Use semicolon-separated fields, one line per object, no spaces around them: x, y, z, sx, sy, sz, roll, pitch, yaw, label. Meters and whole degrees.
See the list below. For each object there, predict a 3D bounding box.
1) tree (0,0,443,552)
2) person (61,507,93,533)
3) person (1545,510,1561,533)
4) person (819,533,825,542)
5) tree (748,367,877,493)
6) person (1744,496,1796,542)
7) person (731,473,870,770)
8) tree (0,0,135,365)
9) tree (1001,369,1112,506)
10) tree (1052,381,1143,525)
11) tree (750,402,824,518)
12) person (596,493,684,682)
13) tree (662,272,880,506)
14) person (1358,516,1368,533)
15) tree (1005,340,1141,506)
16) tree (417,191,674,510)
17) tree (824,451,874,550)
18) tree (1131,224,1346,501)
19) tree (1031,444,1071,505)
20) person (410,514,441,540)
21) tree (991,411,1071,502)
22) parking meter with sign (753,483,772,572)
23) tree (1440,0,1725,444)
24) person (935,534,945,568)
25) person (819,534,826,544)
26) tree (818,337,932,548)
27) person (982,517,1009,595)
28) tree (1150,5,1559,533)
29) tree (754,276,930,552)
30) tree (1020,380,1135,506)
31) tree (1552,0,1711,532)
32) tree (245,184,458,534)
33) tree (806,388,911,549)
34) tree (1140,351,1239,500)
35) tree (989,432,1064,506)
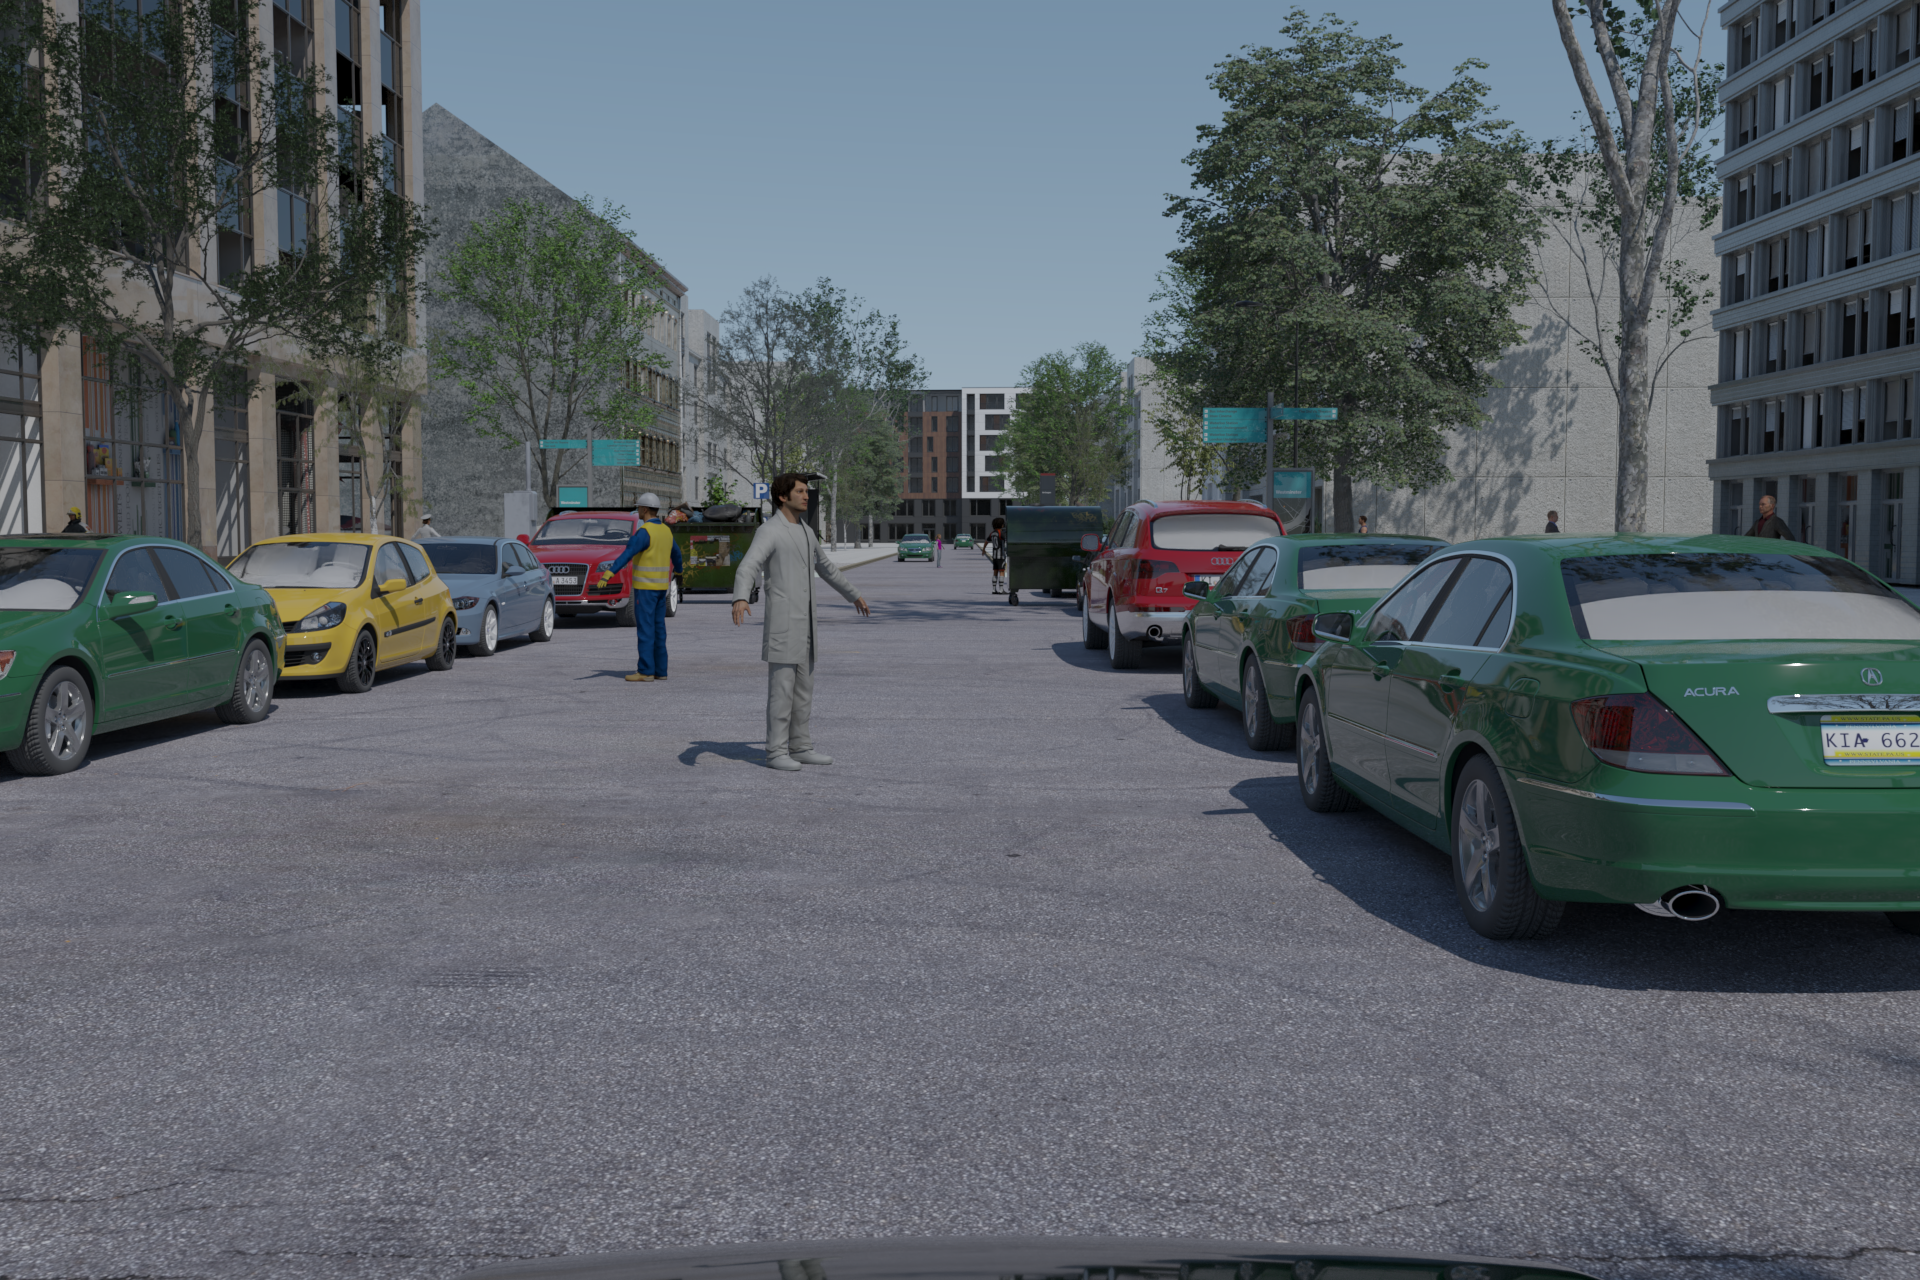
-11.925;-5.680;27.284;8.767;10.594;7.601;1;4;11;tree
-18.728;-1.889;36.650;1.351;1.858;0.704;1;4;16;person
11.966;-1.728;34.851;0.434;1.755;0.990;1;4;16;person
-7.257;-4.961;87.340;0.704;1.802;1.346;2;4;29;person
-8.830;-10.891;103.828;9.928;11.665;9.643;0;3;0;tree
11.051;-1.077;23.795;0.705;1.807;1.348;-1;4;-18;person
-1.015;-0.123;10.649;0.705;1.806;1.347;2;4;31;person
-12.304;-5.087;17.580;7.601;10.594;8.767;-2;4;-26;tree
6.360;-12.179;117.251;7.486;12.596;7.792;0;3;0;tree
6.068;-8.190;84.265;4.360;8.622;3.978;0;3;0;tree
-9.246;-8.689;92.434;4.737;8.622;4.395;0;3;0;tree
-3.052;-0.520;16.925;0.705;1.833;1.349;2;4;25;person
-8.878;-10.516;82.304;12.009;13.543;11.850;0;3;0;tree
11.469;-2.648;49.458;0.704;1.807;1.345;1;4;15;person
5.997;-10.176;92.129;9.928;11.665;9.643;0;3;0;tree
-12.640;-7.800;53.287;9.928;11.665;9.643;0;3;0;tree
-9.304;-11.576;139.624;4.360;8.622;3.978;0;3;0;tree
9.234;-8.027;57.001;9.928;11.665;9.643;0;3;0;tree
6.267;-10.822;127.305;4.360;8.622;3.978;0;3;0;tree
-13.231;-2.245;43.170;1.216;1.778;0.721;1;4;17;person
6.315;-13.102;139.977;9.928;11.665;9.643;0;3;0;tree
-6.725;-3.884;59.766;0.543;3.016;1.738;0;4;2;parking meter with sign
23.873;-12.713;63.746;12.611;20.169;13.585;0;3;0;tree
-0.832;-3.795;73.764;0.599;1.433;0.991;1;4;16;person
-6.083;-4.101;73.770;0.721;1.740;1.216;2;4;29;person
-9.062;-18.905;164.990;12.611;20.169;13.585;0;3;0;tree
0.940;-1.977;40.925;0.704;1.843;1.345;-3;5;-42;person
9.300;-8.265;41.790;9.857;13.997;8.962;0;3;0;tree
-8.535;-16.504;125.722;12.611;20.169;13.585;0;3;0;tree
7.025;-10.239;101.827;7.601;10.594;8.767;-2;4;-32;tree
7.254;-10.172;22.201;12.611;20.169;13.585;0;3;0;tree
-12.242;-5.266;36.468;4.360;8.622;3.978;0;3;0;tree
-8.994;-14.893;150.152;9.857;13.997;8.962;0;3;0;tree
9.078;-7.158;67.394;4.737;8.622;4.395;0;3;0;tree
6.364;-14.133;156.827;9.928;11.665;9.643;0;3;0;tree
